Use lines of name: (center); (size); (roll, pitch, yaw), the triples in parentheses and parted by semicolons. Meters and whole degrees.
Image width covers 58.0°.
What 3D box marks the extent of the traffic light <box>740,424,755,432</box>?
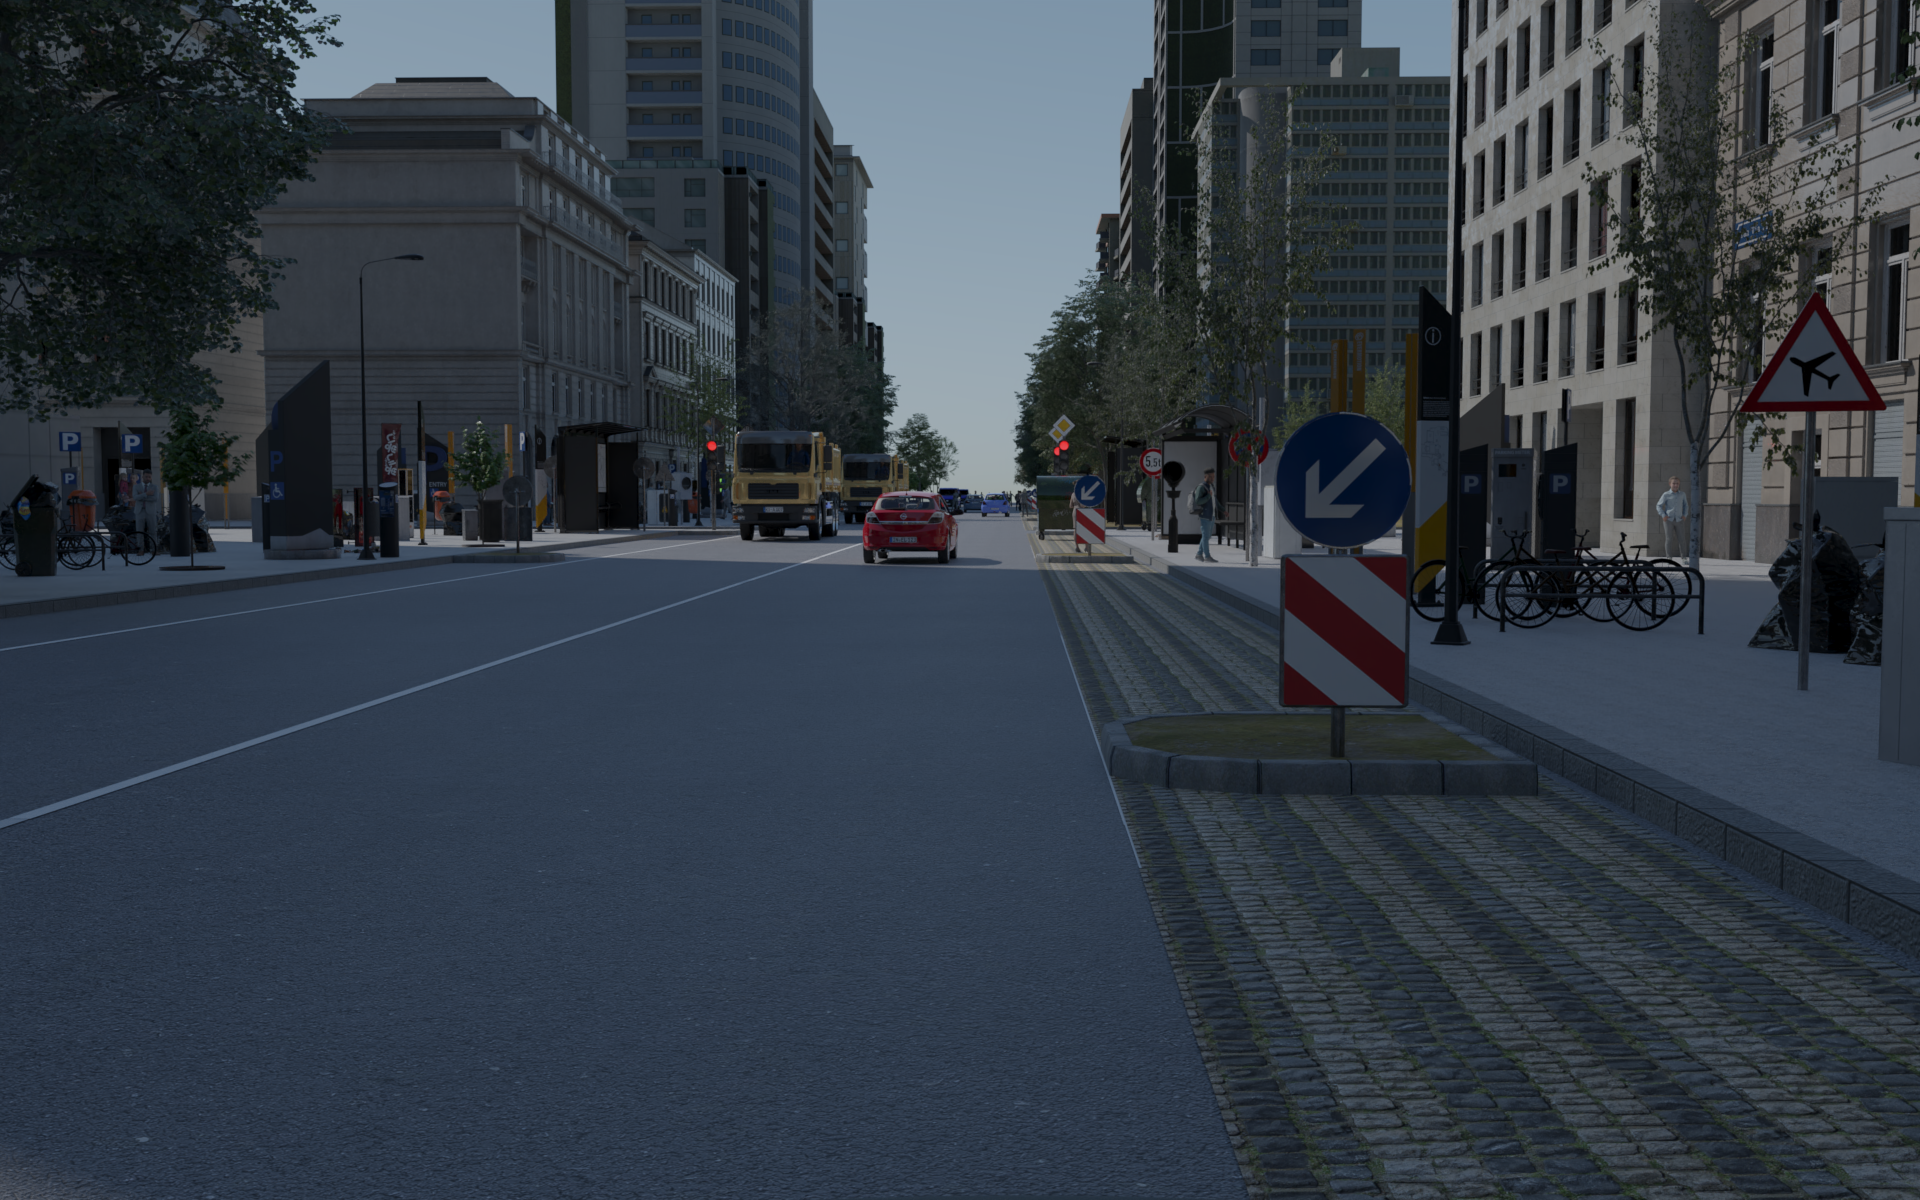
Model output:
traffic light: (-8.474, -4.922, 69.387); (0.839, 4.253, 0.868); (0, 4, 2)

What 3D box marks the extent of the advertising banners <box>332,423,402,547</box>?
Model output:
advertising banners: (-14.561, -2.813, 42.184); (2.074, 3.025, 0.090); (-3, 5, -42)

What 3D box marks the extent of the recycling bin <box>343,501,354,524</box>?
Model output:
recycling bin: (-21.093, -2.933, 60.510); (0.722, 1.027, 0.722); (1, 4, 19)

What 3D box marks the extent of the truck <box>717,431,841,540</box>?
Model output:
truck: (-5.508, -3.655, 55.677); (3.469, 3.379, 9.791); (0, 4, 1)

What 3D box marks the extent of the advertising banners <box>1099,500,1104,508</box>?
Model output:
advertising banners: (7.726, -5.881, 92.348); (0.090, 3.025, 2.074); (2, 4, 32)

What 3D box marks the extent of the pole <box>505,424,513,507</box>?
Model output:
pole: (-13.215, -3.482, 50.769); (0.158, 3.312, 0.155); (0, 3, 0)

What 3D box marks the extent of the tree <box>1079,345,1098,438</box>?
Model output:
tree: (7.415, -7.836, 78.482); (4.360, 8.622, 3.978); (0, 3, 0)

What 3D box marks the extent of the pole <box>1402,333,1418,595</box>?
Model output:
pole: (5.762, -1.728, 22.094); (0.158, 3.312, 0.155); (0, 3, 0)

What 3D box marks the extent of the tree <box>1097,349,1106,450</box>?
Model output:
tree: (6.483, -6.390, 54.841); (4.360, 8.622, 3.978); (0, 3, 0)

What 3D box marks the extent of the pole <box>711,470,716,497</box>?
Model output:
pole: (-10.170, -4.747, 71.458); (0.158, 3.312, 0.155); (0, 3, 0)

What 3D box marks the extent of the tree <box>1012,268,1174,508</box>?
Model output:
tree: (8.221, -11.785, 99.342); (9.857, 13.997, 8.962); (0, 3, 0)

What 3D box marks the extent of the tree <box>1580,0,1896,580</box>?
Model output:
tree: (10.995, -4.592, 25.440); (4.360, 8.622, 3.978); (0, 3, 0)

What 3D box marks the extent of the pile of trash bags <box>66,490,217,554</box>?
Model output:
pile of trash bags: (-18.058, -1.723, 37.918); (3.447, 1.369, 1.912); (1, 4, 15)

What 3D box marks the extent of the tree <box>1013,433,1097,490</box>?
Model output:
tree: (10.672, -16.125, 180.658); (9.611, 12.733, 9.660); (0, 3, 0)

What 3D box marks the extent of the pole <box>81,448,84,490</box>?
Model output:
pole: (-38.827, -5.059, 76.561); (0.158, 3.312, 0.155); (0, 3, 0)

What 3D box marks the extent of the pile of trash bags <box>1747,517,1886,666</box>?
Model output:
pile of trash bags: (7.586, -0.209, 13.176); (1.912, 1.369, 3.447); (0, 4, -2)

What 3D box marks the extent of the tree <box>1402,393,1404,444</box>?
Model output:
tree: (30.992, -10.071, 115.026); (4.360, 8.622, 3.978); (0, 3, 0)

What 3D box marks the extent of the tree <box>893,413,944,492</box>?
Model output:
tree: (-6.047, -19.819, 242.159); (7.486, 12.596, 7.792); (0, 3, 0)

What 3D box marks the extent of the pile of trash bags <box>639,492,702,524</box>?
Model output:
pile of trash bags: (-12.688, -3.948, 74.305); (3.447, 1.369, 1.912); (1, 4, 16)

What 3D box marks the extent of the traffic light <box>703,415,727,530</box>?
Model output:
traffic light: (-8.718, -4.433, 61.406); (0.839, 4.253, 0.868); (0, 4, 2)

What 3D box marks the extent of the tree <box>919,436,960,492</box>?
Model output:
tree: (-3.777, -22.836, 299.127); (9.928, 11.665, 9.643); (0, 3, 0)

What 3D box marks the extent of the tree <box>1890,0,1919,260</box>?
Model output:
tree: (10.933, -4.063, 16.798); (4.737, 8.622, 4.395); (0, 3, 0)

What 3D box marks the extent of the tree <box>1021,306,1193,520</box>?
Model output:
tree: (7.348, -9.234, 85.386); (8.767, 10.594, 7.601); (1, 4, 12)

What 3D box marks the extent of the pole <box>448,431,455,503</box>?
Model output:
pole: (-16.579, -3.832, 56.494); (0.158, 3.312, 0.155); (0, 3, 0)

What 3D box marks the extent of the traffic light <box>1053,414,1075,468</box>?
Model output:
traffic light: (3.638, -4.411, 61.045); (0.839, 4.253, 0.868); (0, 4, 2)

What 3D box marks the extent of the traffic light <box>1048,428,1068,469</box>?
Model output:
traffic light: (3.882, -4.899, 69.026); (0.839, 4.253, 0.868); (0, 4, 2)

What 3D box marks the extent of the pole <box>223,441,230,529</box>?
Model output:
pole: (-26.665, -4.225, 62.922); (0.158, 3.312, 0.155); (0, 3, 0)

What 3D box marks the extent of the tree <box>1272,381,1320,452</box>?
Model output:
tree: (22.011, -9.915, 112.468); (4.737, 8.622, 4.395); (0, 3, 0)

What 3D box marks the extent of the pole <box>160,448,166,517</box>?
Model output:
pole: (-35.442, -5.088, 77.029); (0.158, 3.312, 0.155); (0, 3, 0)

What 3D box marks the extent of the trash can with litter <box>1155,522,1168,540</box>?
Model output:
trash can with litter: (6.048, -2.280, 48.663); (1.055, 1.170, 0.624); (-1, 4, -9)

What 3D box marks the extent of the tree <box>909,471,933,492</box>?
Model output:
tree: (-5.733, -16.594, 255.026); (4.285, 4.588, 4.351); (0, 3, 0)

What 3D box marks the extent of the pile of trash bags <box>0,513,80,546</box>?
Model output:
pile of trash bags: (-24.185, -2.105, 44.171); (3.447, 1.369, 1.912); (3, 5, 44)

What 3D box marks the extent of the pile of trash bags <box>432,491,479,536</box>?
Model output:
pile of trash bags: (-15.426, -2.713, 54.106); (3.447, 1.369, 1.912); (3, 5, 41)

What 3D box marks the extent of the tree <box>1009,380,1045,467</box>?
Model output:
tree: (9.556, -15.169, 158.389); (12.009, 13.543, 11.850); (0, 3, 0)

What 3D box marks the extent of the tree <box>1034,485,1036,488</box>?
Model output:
tree: (13.655, -18.407, 284.663); (4.285, 4.588, 4.351); (0, 3, 0)

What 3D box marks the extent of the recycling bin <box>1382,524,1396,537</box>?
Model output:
recycling bin: (12.583, -2.403, 51.849); (0.722, 1.027, 0.722); (-1, 4, -11)

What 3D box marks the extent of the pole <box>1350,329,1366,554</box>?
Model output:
pole: (4.942, -1.692, 21.515); (0.158, 3.312, 0.155); (0, 3, 0)

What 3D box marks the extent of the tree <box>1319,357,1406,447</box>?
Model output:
tree: (22.996, -8.805, 94.320); (4.737, 8.622, 4.395); (0, 3, 0)

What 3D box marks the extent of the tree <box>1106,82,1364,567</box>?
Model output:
tree: (4.965, -4.897, 30.430); (4.360, 8.622, 3.978); (0, 3, 0)

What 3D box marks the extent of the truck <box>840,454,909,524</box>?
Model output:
truck: (-4.207, -5.488, 85.648); (3.469, 3.379, 9.791); (0, 4, 3)

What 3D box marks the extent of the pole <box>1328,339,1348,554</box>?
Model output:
pole: (5.008, -1.781, 22.956); (0.158, 3.312, 0.155); (0, 3, 0)

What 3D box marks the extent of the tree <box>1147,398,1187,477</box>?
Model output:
tree: (13.413, -10.226, 117.550); (4.737, 8.622, 4.395); (0, 3, 0)

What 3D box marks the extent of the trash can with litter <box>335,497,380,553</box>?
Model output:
trash can with litter: (-13.206, -1.643, 37.913); (1.678, 1.210, 2.233); (1, 4, 23)

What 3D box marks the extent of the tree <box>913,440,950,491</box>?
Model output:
tree: (-5.015, -21.689, 289.023); (7.601, 10.594, 8.767); (2, 4, 35)

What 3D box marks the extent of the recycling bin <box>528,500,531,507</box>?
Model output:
recycling bin: (-19.631, -3.953, 77.192); (0.722, 1.027, 0.722); (2, 4, 32)

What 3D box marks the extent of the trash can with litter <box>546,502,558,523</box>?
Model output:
trash can with litter: (-17.968, -3.973, 76.341); (1.055, 1.170, 0.624); (0, 4, 4)
